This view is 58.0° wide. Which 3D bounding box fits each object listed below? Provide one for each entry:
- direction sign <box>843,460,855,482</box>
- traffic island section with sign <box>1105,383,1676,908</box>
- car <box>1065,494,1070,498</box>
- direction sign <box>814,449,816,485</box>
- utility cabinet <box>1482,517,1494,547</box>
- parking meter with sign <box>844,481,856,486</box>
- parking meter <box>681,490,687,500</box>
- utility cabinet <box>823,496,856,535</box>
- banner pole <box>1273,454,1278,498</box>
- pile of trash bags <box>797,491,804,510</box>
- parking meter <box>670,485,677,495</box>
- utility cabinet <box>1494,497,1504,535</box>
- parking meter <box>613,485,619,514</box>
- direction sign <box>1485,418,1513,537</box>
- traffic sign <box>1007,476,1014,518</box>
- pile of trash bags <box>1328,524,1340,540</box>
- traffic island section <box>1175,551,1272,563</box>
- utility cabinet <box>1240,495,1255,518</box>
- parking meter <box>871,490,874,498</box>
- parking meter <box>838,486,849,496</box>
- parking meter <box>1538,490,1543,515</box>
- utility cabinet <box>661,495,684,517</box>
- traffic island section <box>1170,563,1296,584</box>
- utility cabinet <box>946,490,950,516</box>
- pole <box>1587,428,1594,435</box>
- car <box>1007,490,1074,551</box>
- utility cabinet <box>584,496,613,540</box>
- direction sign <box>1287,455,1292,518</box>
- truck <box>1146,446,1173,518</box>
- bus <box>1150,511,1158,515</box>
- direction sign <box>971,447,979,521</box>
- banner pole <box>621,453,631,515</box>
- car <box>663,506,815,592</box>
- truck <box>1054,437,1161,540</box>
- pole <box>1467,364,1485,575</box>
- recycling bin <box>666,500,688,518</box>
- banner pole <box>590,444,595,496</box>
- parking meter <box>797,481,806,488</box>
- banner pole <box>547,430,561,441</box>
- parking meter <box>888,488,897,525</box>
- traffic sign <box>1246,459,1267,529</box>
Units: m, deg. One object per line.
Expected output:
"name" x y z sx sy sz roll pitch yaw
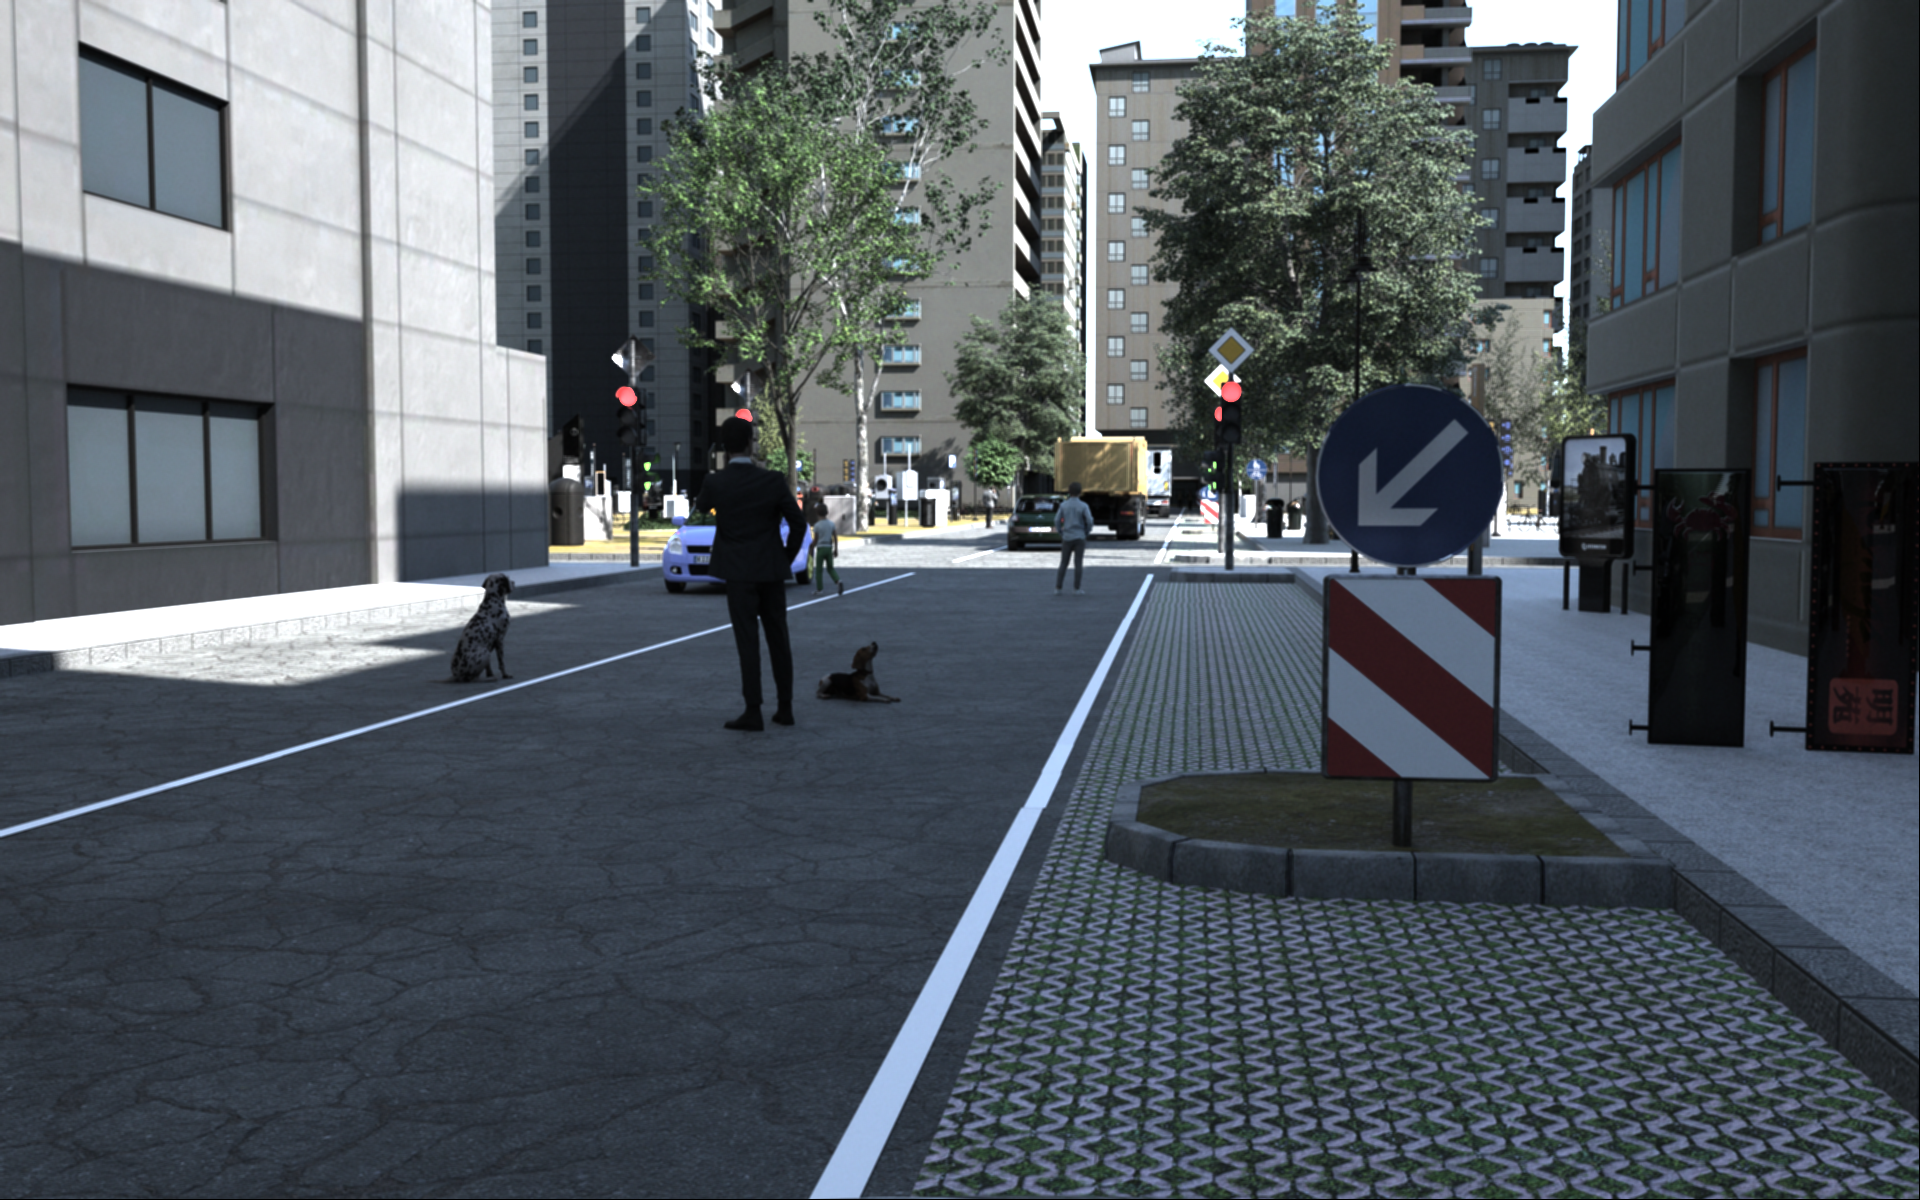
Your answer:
"direction sign" -7.294 -7.453 113.854 0.876 3.537 0.379 -3 4 -38
"traffic island section with sign" 1.609 0.099 7.008 1.989 1.847 2.006 0 4 8
"car" 6.470 -5.195 96.732 2.131 1.459 4.920 0 4 7
"direction sign" -7.266 -5.795 86.749 0.379 3.537 0.876 0 4 -1
"utility cabinet" 12.347 -1.889 42.042 1.020 1.237 0.306 2 4 25
"parking meter with sign" -6.527 -6.528 102.994 1.738 3.016 0.543 2 4 25
"parking meter" -17.165 -6.068 107.621 0.372 1.533 0.369 0 3 0
"utility cabinet" -3.829 -2.688 55.112 1.020 1.237 0.306 1 4 17
"banner pole" 16.337 -6.094 89.661 0.401 3.779 0.863 0 4 -5
"pile of trash bags" -5.786 -2.677 53.514 1.912 1.369 3.447 1 4 22
"parking meter" -18.916 -6.646 114.369 0.399 1.863 0.255 -1 4 -23
"utility cabinet" 16.314 -2.606 53.766 1.020 1.237 0.306 0 4 4
"parking meter" -22.254 -6.501 111.995 0.255 1.863 0.399 1 4 21
"direction sign" 16.078 -3.663 51.893 0.876 3.537 0.379 -1 4 -12
"traffic sign" 2.660 -5.636 94.285 0.606 2.300 0.079 1 4 17
"pile of trash bags" 12.120 -2.378 48.633 3.447 1.369 1.912 0 4 1
"traffic island section" 5.630 -0.912 37.197 2.009 0.180 2.903 0 4 8
"utility cabinet" 15.568 -5.051 93.745 1.020 1.237 0.306 -3 5 -43
"parking meter" -5.440 -5.985 106.267 0.372 1.533 0.369 0 3 0
"parking meter" -3.892 -3.031 57.968 0.372 1.533 0.369 0 3 0
"parking meter" 35.718 -5.994 106.409 0.372 1.533 0.369 0 3 0
"utility cabinet" -12.915 -4.071 77.727 1.020 1.237 0.306 -3 4 -37
"traffic island section" 4.573 -0.428 29.282 2.009 0.180 2.903 0 4 8
"utility cabinet" -1.164 -5.604 100.311 1.173 1.500 0.318 2 4 27
"pole" 19.583 -3.674 53.920 0.158 3.312 0.155 0 3 0
"car" 2.201 -2.145 44.863 2.009 1.686 4.222 0 4 6
"utility cabinet" -10.275 -2.286 48.545 1.020 1.237 0.306 -1 4 -19
"direction sign" 17.422 -6.072 91.269 0.379 3.537 0.876 1 4 13
"truck" 11.749 -7.218 106.924 2.839 4.237 11.283 0 4 6
"bus" 13.190 -8.113 124.192 2.896 3.916 12.252 0 4 8
"direction sign" 0.738 -5.623 83.935 0.379 3.537 0.876 1 4 9
"banner pole" -20.441 -7.108 106.230 0.863 3.779 0.401 2 4 33
"car" -3.327 -1.025 26.353 1.945 1.707 3.694 0 4 6
"truck" 4.823 -3.762 57.438 3.469 3.379 9.791 1 4 8
"pole" 8.112 -2.040 27.200 0.158 3.312 0.155 0 3 0
"recycling bin" -12.385 -3.871 75.848 0.722 1.027 0.722 -3 5 -44
"banner pole" -18.170 -5.858 85.801 0.401 3.779 0.863 0 4 5
"parking meter" -6.850 -4.233 74.913 0.399 1.863 0.255 -2 4 -31
"banner pole" -15.891 -4.764 67.913 0.863 3.779 0.401 0 4 7
"parking meter" -2.787 -3.876 71.789 0.372 1.533 0.369 0 3 0
"traffic sign" 10.763 -3.840 62.894 0.768 2.556 0.104 1 4 12
